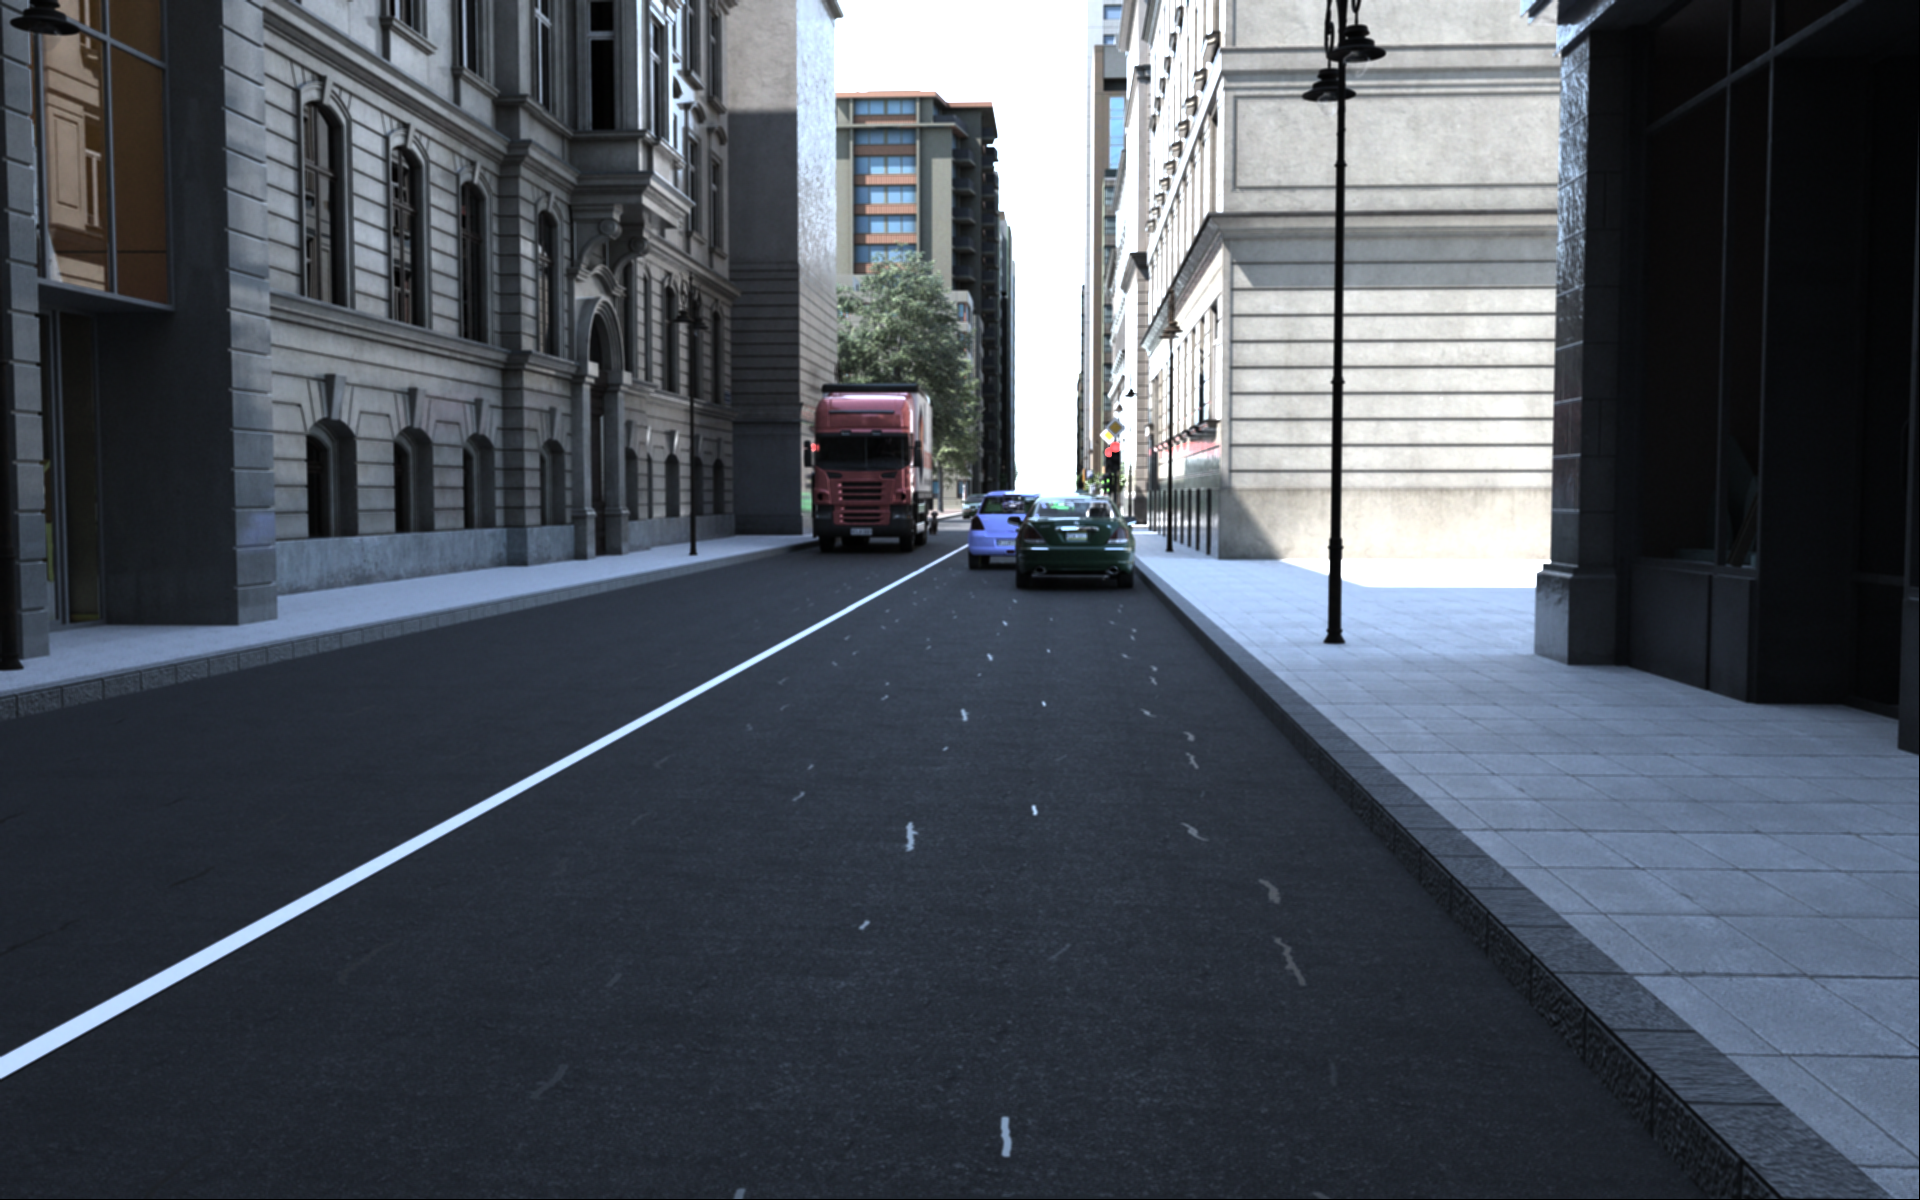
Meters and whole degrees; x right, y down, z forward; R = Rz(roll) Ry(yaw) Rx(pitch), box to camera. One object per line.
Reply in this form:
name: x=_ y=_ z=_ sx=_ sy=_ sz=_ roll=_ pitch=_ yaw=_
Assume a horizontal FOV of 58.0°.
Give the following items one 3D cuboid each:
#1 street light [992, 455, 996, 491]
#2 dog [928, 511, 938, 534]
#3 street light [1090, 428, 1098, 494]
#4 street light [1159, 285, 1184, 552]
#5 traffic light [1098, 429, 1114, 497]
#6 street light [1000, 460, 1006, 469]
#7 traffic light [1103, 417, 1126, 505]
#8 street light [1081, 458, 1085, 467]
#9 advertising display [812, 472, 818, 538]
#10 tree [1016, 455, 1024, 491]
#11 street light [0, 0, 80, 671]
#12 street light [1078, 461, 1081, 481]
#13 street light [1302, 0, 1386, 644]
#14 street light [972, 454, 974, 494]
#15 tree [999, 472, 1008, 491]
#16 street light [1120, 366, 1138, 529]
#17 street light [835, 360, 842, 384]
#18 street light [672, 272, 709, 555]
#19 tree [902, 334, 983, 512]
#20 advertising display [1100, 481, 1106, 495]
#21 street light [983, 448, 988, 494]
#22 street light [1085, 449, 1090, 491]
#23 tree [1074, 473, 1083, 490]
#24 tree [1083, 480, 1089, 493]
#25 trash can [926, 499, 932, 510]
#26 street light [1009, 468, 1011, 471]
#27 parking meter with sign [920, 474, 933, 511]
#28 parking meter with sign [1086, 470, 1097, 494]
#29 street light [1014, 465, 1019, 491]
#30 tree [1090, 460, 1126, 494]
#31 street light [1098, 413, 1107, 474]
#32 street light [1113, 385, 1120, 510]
street light: x=3.862 y=-13.640 z=195.796 sx=0.468 sy=5.910 sz=1.993 roll=0 pitch=4 yaw=3
dog: x=-0.860 y=-2.742 z=61.662 sx=0.513 sy=0.831 sz=0.800 roll=2 pitch=4 yaw=28
street light: x=9.529 y=-9.086 z=121.340 sx=0.468 sy=5.910 sz=1.993 roll=0 pitch=4 yaw=3
street light: x=4.679 y=-4.018 z=38.487 sx=0.468 sy=5.910 sz=1.993 roll=0 pitch=4 yaw=3
traffic light: x=6.095 y=-5.017 z=70.950 sx=0.839 sy=4.253 sz=0.868 roll=0 pitch=4 yaw=3
street light: x=5.891 y=-15.803 z=231.169 sx=0.468 sy=5.910 sz=1.993 roll=0 pitch=4 yaw=3
traffic light: x=5.624 y=-4.530 z=62.979 sx=0.839 sy=4.253 sz=0.868 roll=0 pitch=4 yaw=3
street light: x=12.608 y=-12.290 z=173.723 sx=0.468 sy=5.910 sz=1.993 roll=0 pitch=4 yaw=3
advertising display: x=-4.274 y=-2.803 z=51.043 sx=0.123 sy=1.923 sz=0.974 roll=0 pitch=4 yaw=-1
tree: x=9.566 y=-21.767 z=306.254 sx=4.737 sy=8.622 sz=4.395 roll=0 pitch=3 yaw=0
street light: x=-6.956 y=-2.429 z=12.498 sx=0.468 sy=5.910 sz=1.993 roll=0 pitch=4 yaw=3
street light: x=14.074 y=-13.773 z=197.968 sx=0.468 sy=5.910 sz=1.993 roll=0 pitch=4 yaw=3
street light: x=3.228 y=-2.567 z=14.756 sx=0.468 sy=5.910 sz=1.993 roll=0 pitch=4 yaw=3
street light: x=1.089 y=-10.726 z=148.163 sx=0.468 sy=5.910 sz=1.993 roll=0 pitch=4 yaw=3
tree: x=4.626 y=-14.701 z=224.071 sx=4.285 sy=4.588 sz=4.351 roll=0 pitch=3 yaw=0
street light: x=6.156 y=-5.492 z=62.578 sx=0.468 sy=5.910 sz=1.993 roll=0 pitch=4 yaw=3
street light: x=-4.192 y=-5.332 z=59.968 sx=0.468 sy=5.910 sz=1.993 roll=0 pitch=4 yaw=3
street light: x=-5.607 y=-3.881 z=36.235 sx=0.468 sy=5.910 sz=1.993 roll=0 pitch=4 yaw=3
tree: x=-1.675 y=-12.443 z=121.563 sx=7.486 sy=12.596 sz=7.792 roll=0 pitch=3 yaw=0
advertising display: x=6.685 y=-4.644 z=81.150 sx=0.123 sy=1.923 sz=0.974 roll=0 pitch=4 yaw=-4
street light: x=2.509 y=-12.178 z=171.896 sx=0.468 sy=5.910 sz=1.993 roll=0 pitch=4 yaw=3
street light: x=11.251 y=-10.825 z=149.778 sx=0.468 sy=5.910 sz=1.993 roll=0 pitch=4 yaw=3
tree: x=16.546 y=-15.008 z=229.096 sx=4.285 sy=4.588 sz=4.351 roll=0 pitch=3 yaw=0
tree: x=11.439 y=-9.351 z=147.486 sx=1.663 sy=3.219 sz=1.824 roll=0 pitch=3 yaw=0
trash can: x=-2.465 y=-7.843 z=139.892 sx=0.748 sy=1.137 sz=0.748 roll=0 pitch=3 yaw=0
street light: x=7.378 y=-17.255 z=254.898 sx=0.468 sy=5.910 sz=1.993 roll=0 pitch=4 yaw=3
parking meter with sign: x=-2.947 y=-8.335 z=132.538 sx=1.738 sy=3.016 sz=0.543 roll=0 pitch=3 yaw=0
parking meter with sign: x=9.666 y=-7.937 z=126.031 sx=0.543 sy=3.016 sz=1.738 roll=-1 pitch=4 yaw=-13
street light: x=8.771 y=-18.706 z=278.633 sx=0.468 sy=5.910 sz=1.993 roll=0 pitch=4 yaw=3
tree: x=7.615 y=-5.564 z=85.573 sx=1.663 sy=3.219 sz=1.824 roll=0 pitch=3 yaw=0
street light: x=8.170 y=-7.610 z=97.210 sx=0.468 sy=5.910 sz=1.993 roll=0 pitch=4 yaw=3
street light: x=6.744 y=-6.158 z=73.477 sx=0.468 sy=5.910 sz=1.993 roll=0 pitch=4 yaw=3
